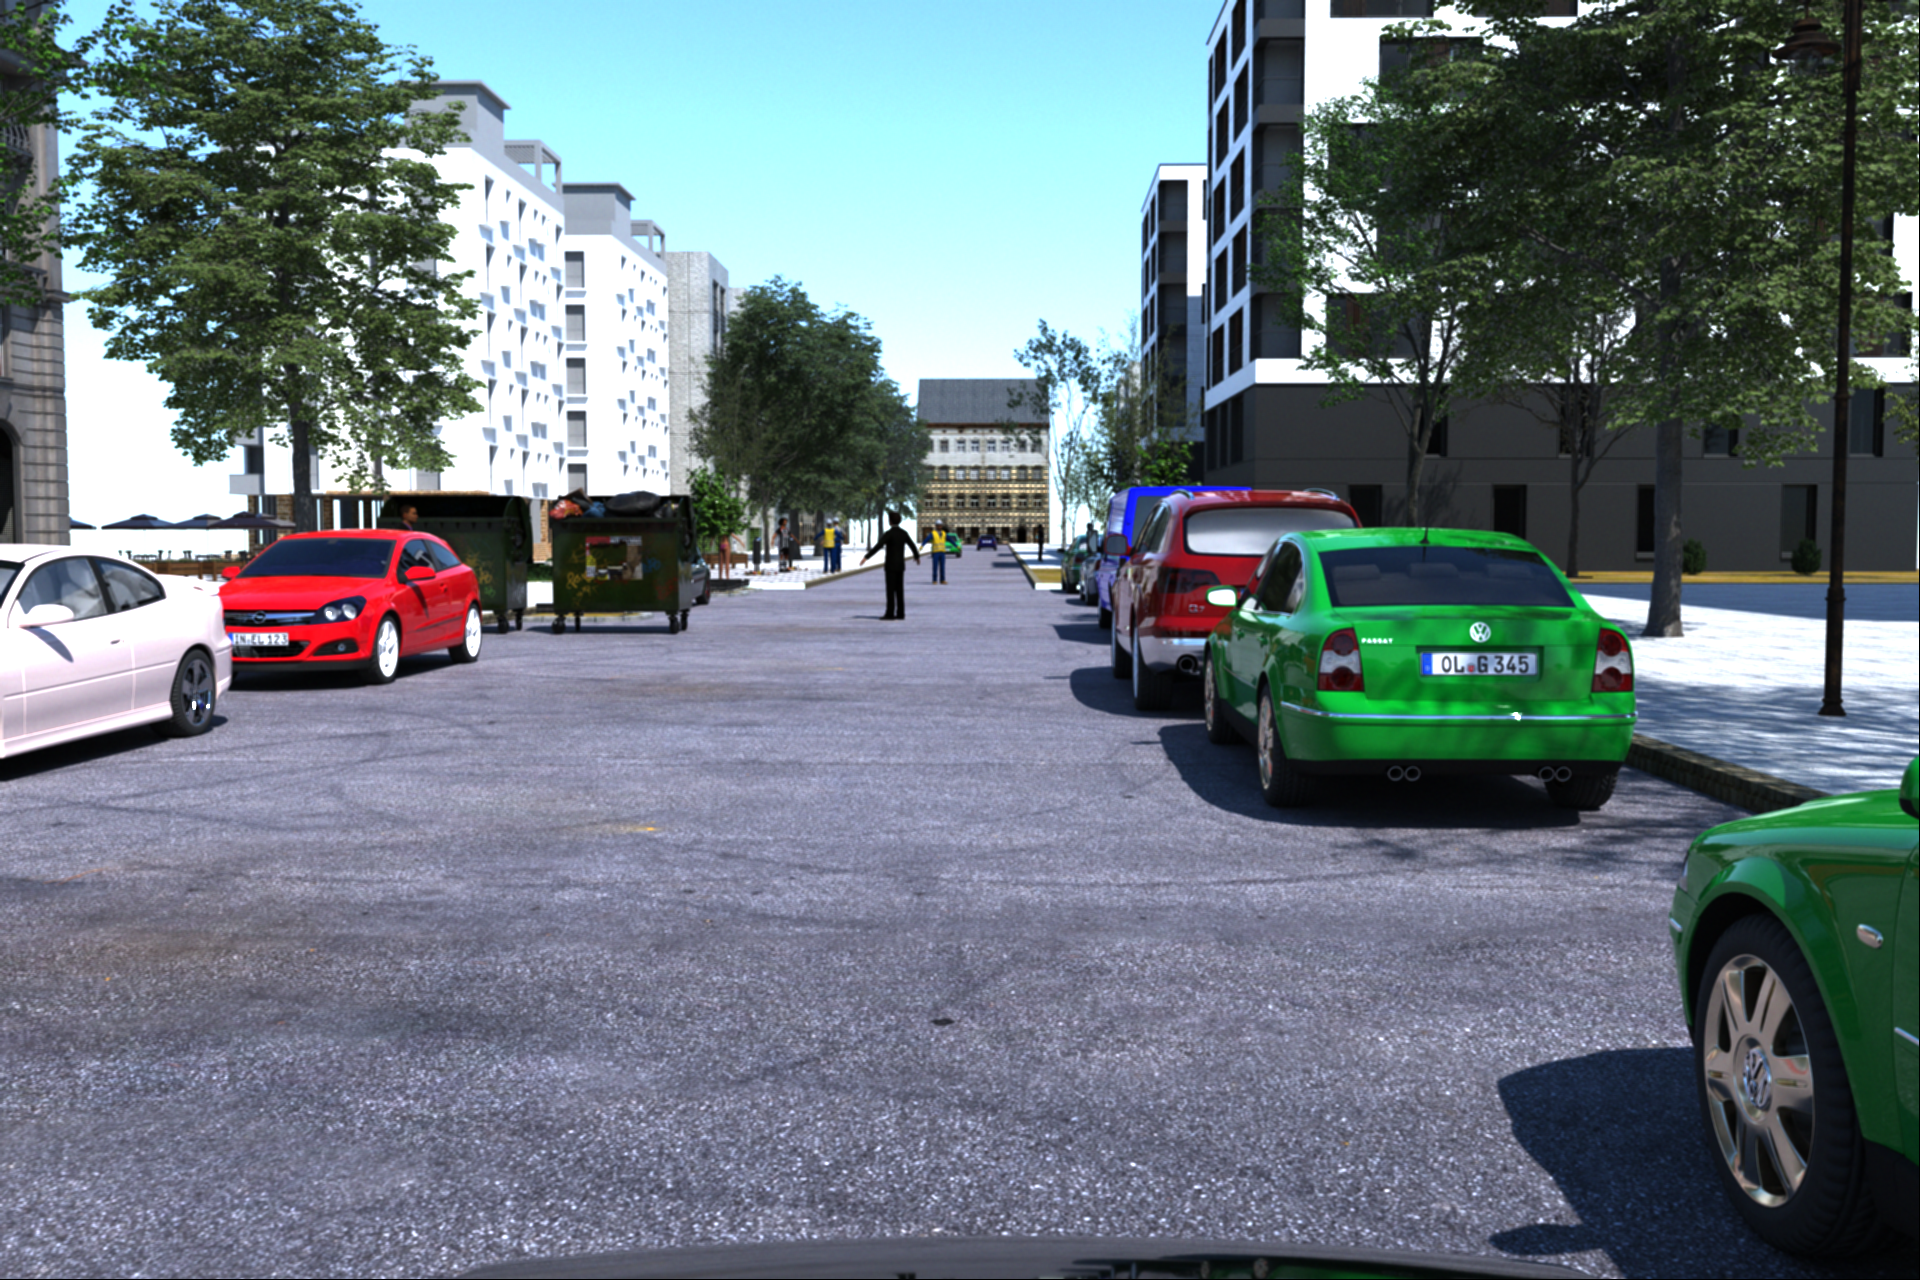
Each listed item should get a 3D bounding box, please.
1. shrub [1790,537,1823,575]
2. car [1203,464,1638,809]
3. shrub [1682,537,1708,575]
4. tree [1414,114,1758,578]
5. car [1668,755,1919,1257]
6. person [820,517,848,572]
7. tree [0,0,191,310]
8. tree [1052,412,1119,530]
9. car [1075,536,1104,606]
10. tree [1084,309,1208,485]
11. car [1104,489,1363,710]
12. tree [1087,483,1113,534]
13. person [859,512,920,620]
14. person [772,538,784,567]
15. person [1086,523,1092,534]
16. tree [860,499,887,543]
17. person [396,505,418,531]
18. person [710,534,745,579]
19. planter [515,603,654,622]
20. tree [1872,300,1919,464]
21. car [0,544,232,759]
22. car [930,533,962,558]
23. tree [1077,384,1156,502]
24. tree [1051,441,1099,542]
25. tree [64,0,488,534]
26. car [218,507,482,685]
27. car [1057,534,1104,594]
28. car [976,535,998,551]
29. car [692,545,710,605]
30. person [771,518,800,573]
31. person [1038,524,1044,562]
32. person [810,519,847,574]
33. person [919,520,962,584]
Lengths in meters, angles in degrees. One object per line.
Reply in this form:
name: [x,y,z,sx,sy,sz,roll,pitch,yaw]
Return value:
shrub: [26.529,-2.642,54.306,1.383,1.207,1.383,0,3,0]
car: [2.530,-0.100,10.434,1.959,1.807,4.718,0,4,2]
shrub: [22.837,-2.626,54.046,1.383,1.207,1.383,0,3,0]
tree: [18.014,-8.549,50.148,12.009,13.543,11.850,0,3,0]
car: [2.451,0.411,2.079,1.959,1.807,4.718,0,4,1]
person: [-4.215,-3.232,58.704,0.705,1.847,1.347,3,4,37]
tree: [-11.832,-5.638,17.943,9.928,11.665,9.643,0,3,0]
tree: [8.120,-9.392,103.914,4.360,8.622,3.978,0,3,0]
car: [3.424,-1.467,35.984,2.014,1.417,4.499,0,4,2]
tree: [6.168,-6.494,56.539,4.360,8.622,3.978,0,3,0]
car: [2.474,-0.422,15.581,2.281,1.827,5.304,0,4,2]
tree: [19.638,-17.694,239.656,4.737,8.622,4.395,0,3,0]
person: [-1.115,-1.242,28.950,0.705,1.806,1.347,3,5,44]
person: [-7.103,-3.614,68.350,0.599,1.433,0.991,2,4,30]
person: [5.961,-4.539,80.334,0.705,1.813,1.348,2,4,23]
tree: [-13.844,-19.368,242.426,9.928,11.665,9.643,0,3,0]
person: [-7.009,-0.821,22.106,0.704,1.802,1.346,0,4,-3]
person: [-6.276,-2.432,46.564,1.217,1.733,0.721,2,4,33]
planter: [-6.238,-0.490,29.147,1.991,0.319,1.994,0,4,1]
tree: [28.085,-6.044,49.189,4.737,8.622,4.395,0,3,0]
car: [-6.342,0.086,10.950,2.083,1.381,4.827,0,4,1]
car: [-0.825,-5.934,105.821,1.959,1.807,4.718,0,4,1]
tree: [7.828,-8.208,84.568,4.737,8.622,4.395,0,3,0]
tree: [8.547,-11.108,131.977,4.360,8.622,3.978,0,3,0]
tree: [-12.864,-6.993,32.455,7.486,12.596,7.792,0,3,0]
car: [-6.314,-0.537,17.825,2.155,1.783,4.494,0,4,1]
car: [3.494,-1.915,43.106,2.131,1.459,4.920,0,4,1]
car: [2.349,-8.444,150.642,1.945,1.354,3.894,0,4,2]
car: [-5.977,-1.469,33.804,2.009,1.686,4.222,0,4,1]
person: [-5.875,-3.166,57.906,0.704,1.843,1.345,3,4,38]
person: [3.809,-4.489,80.115,0.721,1.740,1.216,0,4,1]
person: [-4.275,-3.050,56.335,1.216,1.772,0.721,-1,4,-16]
person: [-0.595,-2.515,49.546,1.349,1.833,0.705,-2,4,-25]
